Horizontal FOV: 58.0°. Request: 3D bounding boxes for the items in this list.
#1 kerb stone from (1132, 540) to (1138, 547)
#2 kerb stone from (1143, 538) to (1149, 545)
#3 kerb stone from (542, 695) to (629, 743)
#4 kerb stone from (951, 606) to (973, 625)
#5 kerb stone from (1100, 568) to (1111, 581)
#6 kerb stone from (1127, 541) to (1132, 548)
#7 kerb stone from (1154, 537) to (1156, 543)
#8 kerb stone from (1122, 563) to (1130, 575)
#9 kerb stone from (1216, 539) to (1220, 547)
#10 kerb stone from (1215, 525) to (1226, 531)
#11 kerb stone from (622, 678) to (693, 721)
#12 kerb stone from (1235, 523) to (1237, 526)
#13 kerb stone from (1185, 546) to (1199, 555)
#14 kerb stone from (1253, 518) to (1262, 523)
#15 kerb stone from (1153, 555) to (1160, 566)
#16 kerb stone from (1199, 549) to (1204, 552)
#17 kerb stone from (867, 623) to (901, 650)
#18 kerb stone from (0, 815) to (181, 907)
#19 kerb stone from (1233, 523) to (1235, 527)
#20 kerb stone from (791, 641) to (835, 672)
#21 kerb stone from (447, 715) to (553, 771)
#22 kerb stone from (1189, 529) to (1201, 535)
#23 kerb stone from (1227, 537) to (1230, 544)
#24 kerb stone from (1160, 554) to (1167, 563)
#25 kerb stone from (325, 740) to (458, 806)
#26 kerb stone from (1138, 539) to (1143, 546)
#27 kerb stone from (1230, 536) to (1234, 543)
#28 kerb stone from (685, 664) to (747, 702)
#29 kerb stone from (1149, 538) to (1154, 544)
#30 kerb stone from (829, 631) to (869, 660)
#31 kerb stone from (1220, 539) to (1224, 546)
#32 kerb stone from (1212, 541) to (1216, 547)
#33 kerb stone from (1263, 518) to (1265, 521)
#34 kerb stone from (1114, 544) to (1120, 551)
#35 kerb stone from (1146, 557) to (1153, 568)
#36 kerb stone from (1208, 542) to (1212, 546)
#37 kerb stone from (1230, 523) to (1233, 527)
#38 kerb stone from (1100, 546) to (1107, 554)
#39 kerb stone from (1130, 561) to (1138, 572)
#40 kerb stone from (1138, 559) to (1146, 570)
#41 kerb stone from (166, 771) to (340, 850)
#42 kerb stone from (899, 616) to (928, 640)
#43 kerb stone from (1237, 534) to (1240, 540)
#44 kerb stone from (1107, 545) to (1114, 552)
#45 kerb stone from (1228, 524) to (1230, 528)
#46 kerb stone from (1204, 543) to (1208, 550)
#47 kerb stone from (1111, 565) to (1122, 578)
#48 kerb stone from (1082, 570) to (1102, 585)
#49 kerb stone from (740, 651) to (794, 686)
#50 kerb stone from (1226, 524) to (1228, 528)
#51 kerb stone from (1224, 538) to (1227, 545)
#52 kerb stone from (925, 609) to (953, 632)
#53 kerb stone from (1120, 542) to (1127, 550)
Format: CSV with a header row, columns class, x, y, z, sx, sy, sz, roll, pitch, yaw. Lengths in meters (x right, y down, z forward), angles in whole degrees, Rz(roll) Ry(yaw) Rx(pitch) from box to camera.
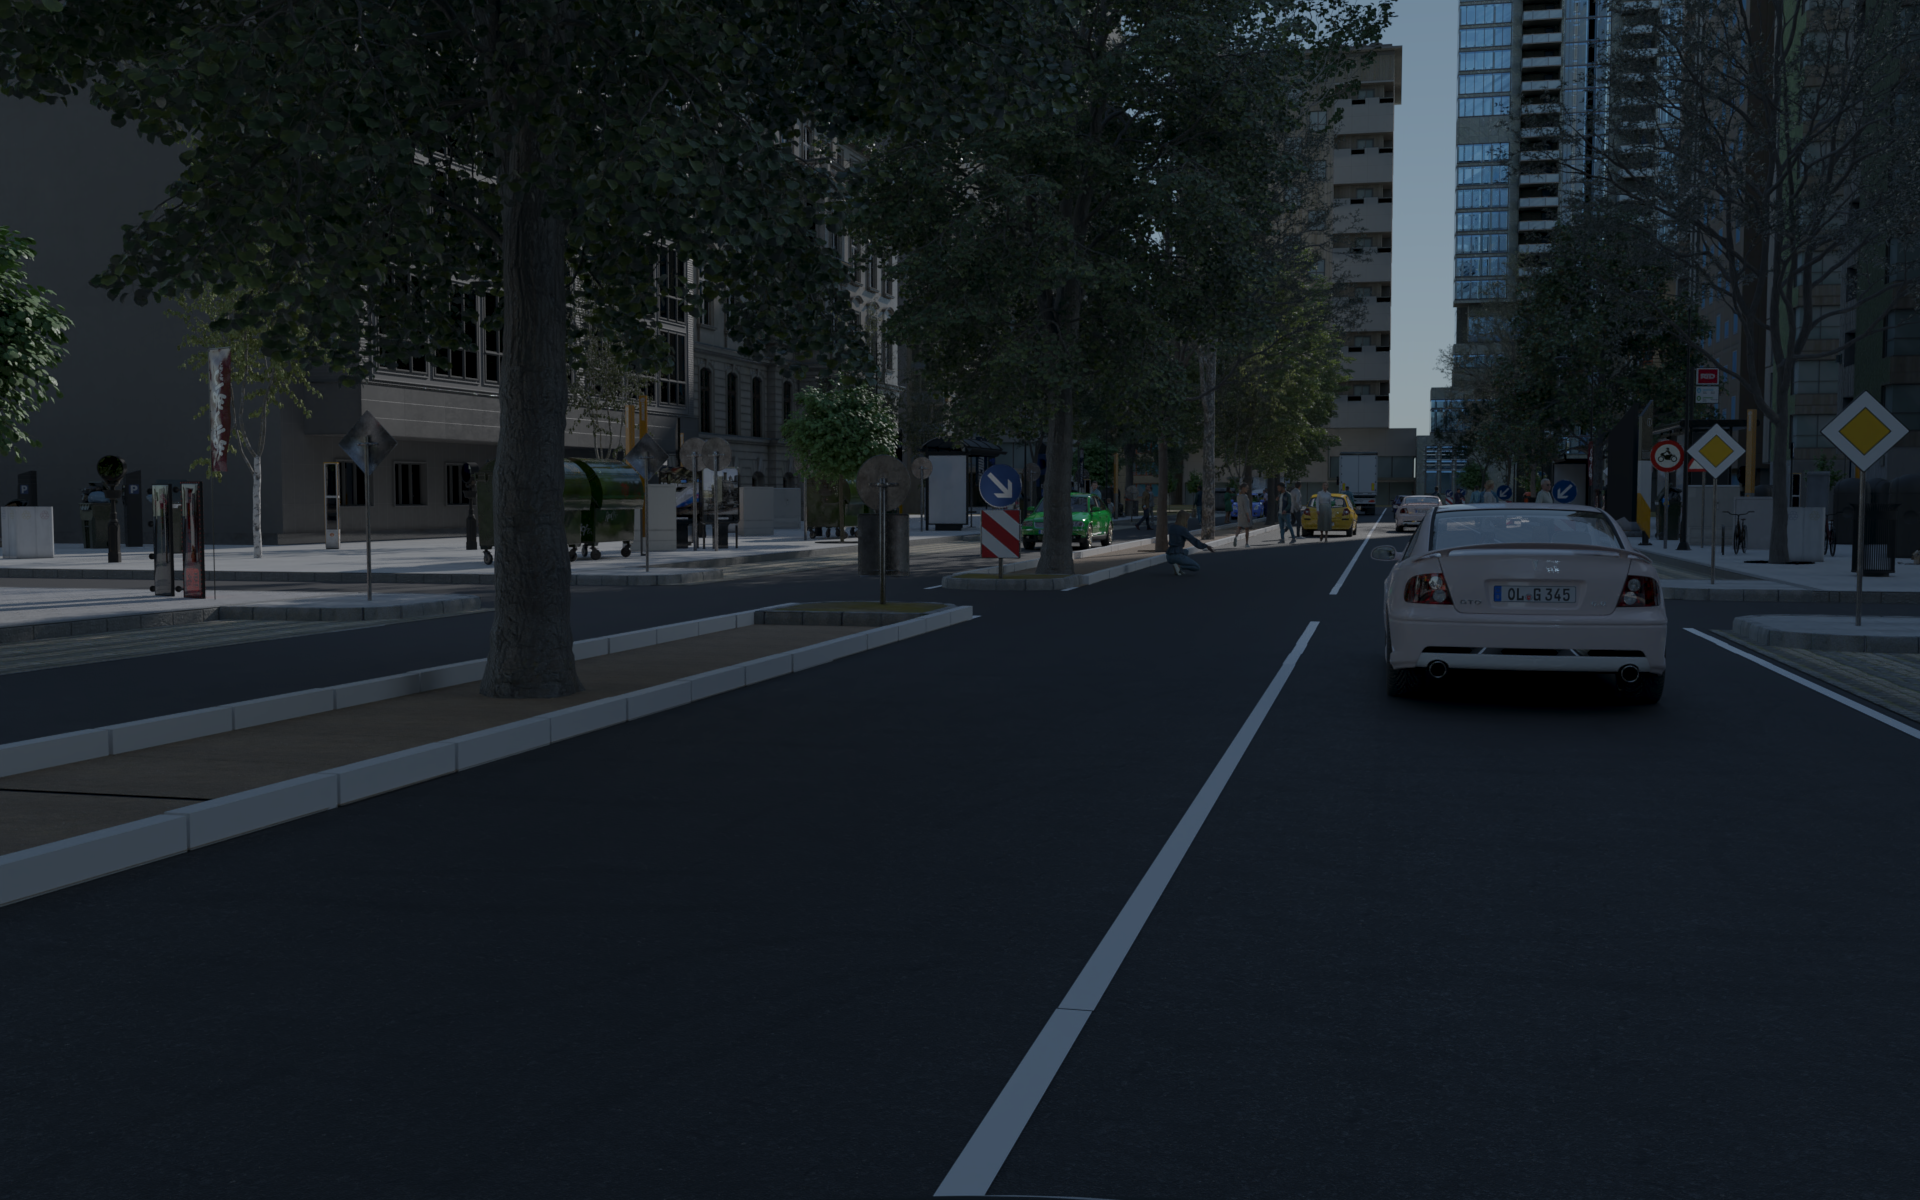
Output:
class,x,y,z,sx,sy,sz,roll,pitch,yaw
kerb stone,4.562,-1.474,46.295,0.120,0.150,1.000,1,4,14
kerb stone,5.065,-1.596,48.283,0.120,0.150,1.000,1,4,14
kerb stone,-2.281,0.720,10.431,0.120,0.150,1.000,1,4,14
kerb stone,-0.036,0.173,19.373,0.120,0.150,1.000,1,4,14
kerb stone,2.341,-0.407,28.845,0.120,0.150,1.000,1,4,14
kerb stone,4.310,-1.413,45.301,0.120,0.150,1.000,1,4,14
kerb stone,5.565,-1.716,50.266,0.120,0.150,1.000,1,4,14
kerb stone,2.842,-0.525,30.835,0.120,0.150,1.000,1,4,14
kerb stone,6.839,-1.501,46.741,0.120,0.150,1.000,1,4,14
kerb stone,10.553,-2.931,70.145,0.120,0.150,1.000,1,4,14
kerb stone,-2.028,0.662,11.422,0.120,0.150,1.000,1,4,14
kerb stone,11.804,-3.235,75.106,0.120,0.150,1.000,1,4,14
kerb stone,5.592,-1.197,41.771,0.120,0.150,1.000,1,4,14
kerb stone,15.305,-4.088,89.033,0.120,0.150,1.000,1,4,14
kerb stone,3.847,-0.770,34.809,0.120,0.150,1.000,1,4,14
kerb stone,5.840,-1.258,42.763,0.120,0.150,1.000,1,4,14
kerb stone,-0.783,0.355,16.392,0.120,0.150,1.000,1,4,14
kerb stone,-3.276,0.967,6.463,0.120,0.150,1.000,1,4,14
kerb stone,11.552,-3.176,74.115,0.120,0.150,1.000,1,4,14
kerb stone,-1.272,0.477,14.404,0.120,0.150,1.000,1,4,14
kerb stone,-2.526,0.781,9.439,0.120,0.150,1.000,1,4,14
kerb stone,8.311,-2.386,61.205,0.120,0.150,1.000,1,4,14
kerb stone,7.586,-1.680,49.723,0.120,0.150,1.000,1,4,14
kerb stone,4.092,-0.830,35.803,0.120,0.150,1.000,1,4,14
kerb stone,-2.780,0.841,8.448,0.120,0.150,1.000,1,4,14
kerb stone,4.807,-1.535,47.294,0.120,0.150,1.000,1,4,14
kerb stone,7.841,-1.744,50.715,0.120,0.150,1.000,1,4,14
kerb stone,-1.783,0.598,12.418,0.120,0.150,1.000,1,4,14
kerb stone,5.309,-1.656,49.276,0.120,0.150,1.000,1,4,14
kerb stone,-1.034,0.417,15.401,0.120,0.150,1.000,1,4,14
kerb stone,7.095,-1.562,47.737,0.120,0.150,1.000,1,4,14
kerb stone,6.596,-1.440,45.747,0.120,0.150,1.000,1,4,14
kerb stone,15.801,-4.210,91.030,0.120,0.150,1.000,1,4,14
kerb stone,3.813,-1.291,43.308,0.120,0.150,1.000,1,4,14
kerb stone,3.588,-0.710,33.815,0.120,0.150,1.000,1,4,14
kerb stone,6.343,-1.380,44.754,0.120,0.150,1.000,1,4,14
kerb stone,11.308,-3.115,73.122,0.120,0.150,1.000,1,4,14
kerb stone,3.314,-1.170,41.321,0.120,0.150,1.000,1,4,14
kerb stone,3.095,-0.589,31.825,0.120,0.150,1.000,1,4,14
kerb stone,3.346,-0.650,32.822,0.120,0.150,1.000,1,4,14
kerb stone,-3.030,0.901,7.457,0.120,0.150,1.000,1,4,14
kerb stone,-0.533,0.297,17.383,0.120,0.150,1.000,1,4,14
kerb stone,8.337,-1.864,52.709,0.120,0.150,1.000,1,4,14
kerb stone,3.557,-1.221,42.314,0.120,0.150,1.000,1,4,14
kerb stone,11.050,-3.054,72.128,0.120,0.150,1.000,1,4,14
kerb stone,6.087,-1.319,43.755,0.120,0.150,1.000,1,4,14
kerb stone,2.603,-0.467,29.834,0.120,0.150,1.000,1,4,14
kerb stone,2.099,-0.341,27.852,0.120,0.150,1.000,1,4,14
kerb stone,-1.531,0.537,13.415,0.120,0.150,1.000,1,4,14
kerb stone,10.812,-2.992,71.134,0.120,0.150,1.000,1,4,14
kerb stone,7.343,-1.623,48.730,0.120,0.150,1.000,1,4,14
kerb stone,-0.284,0.234,18.377,0.120,0.150,1.000,1,4,14
kerb stone,4.070,-1.352,44.307,0.120,0.150,1.000,1,4,14
